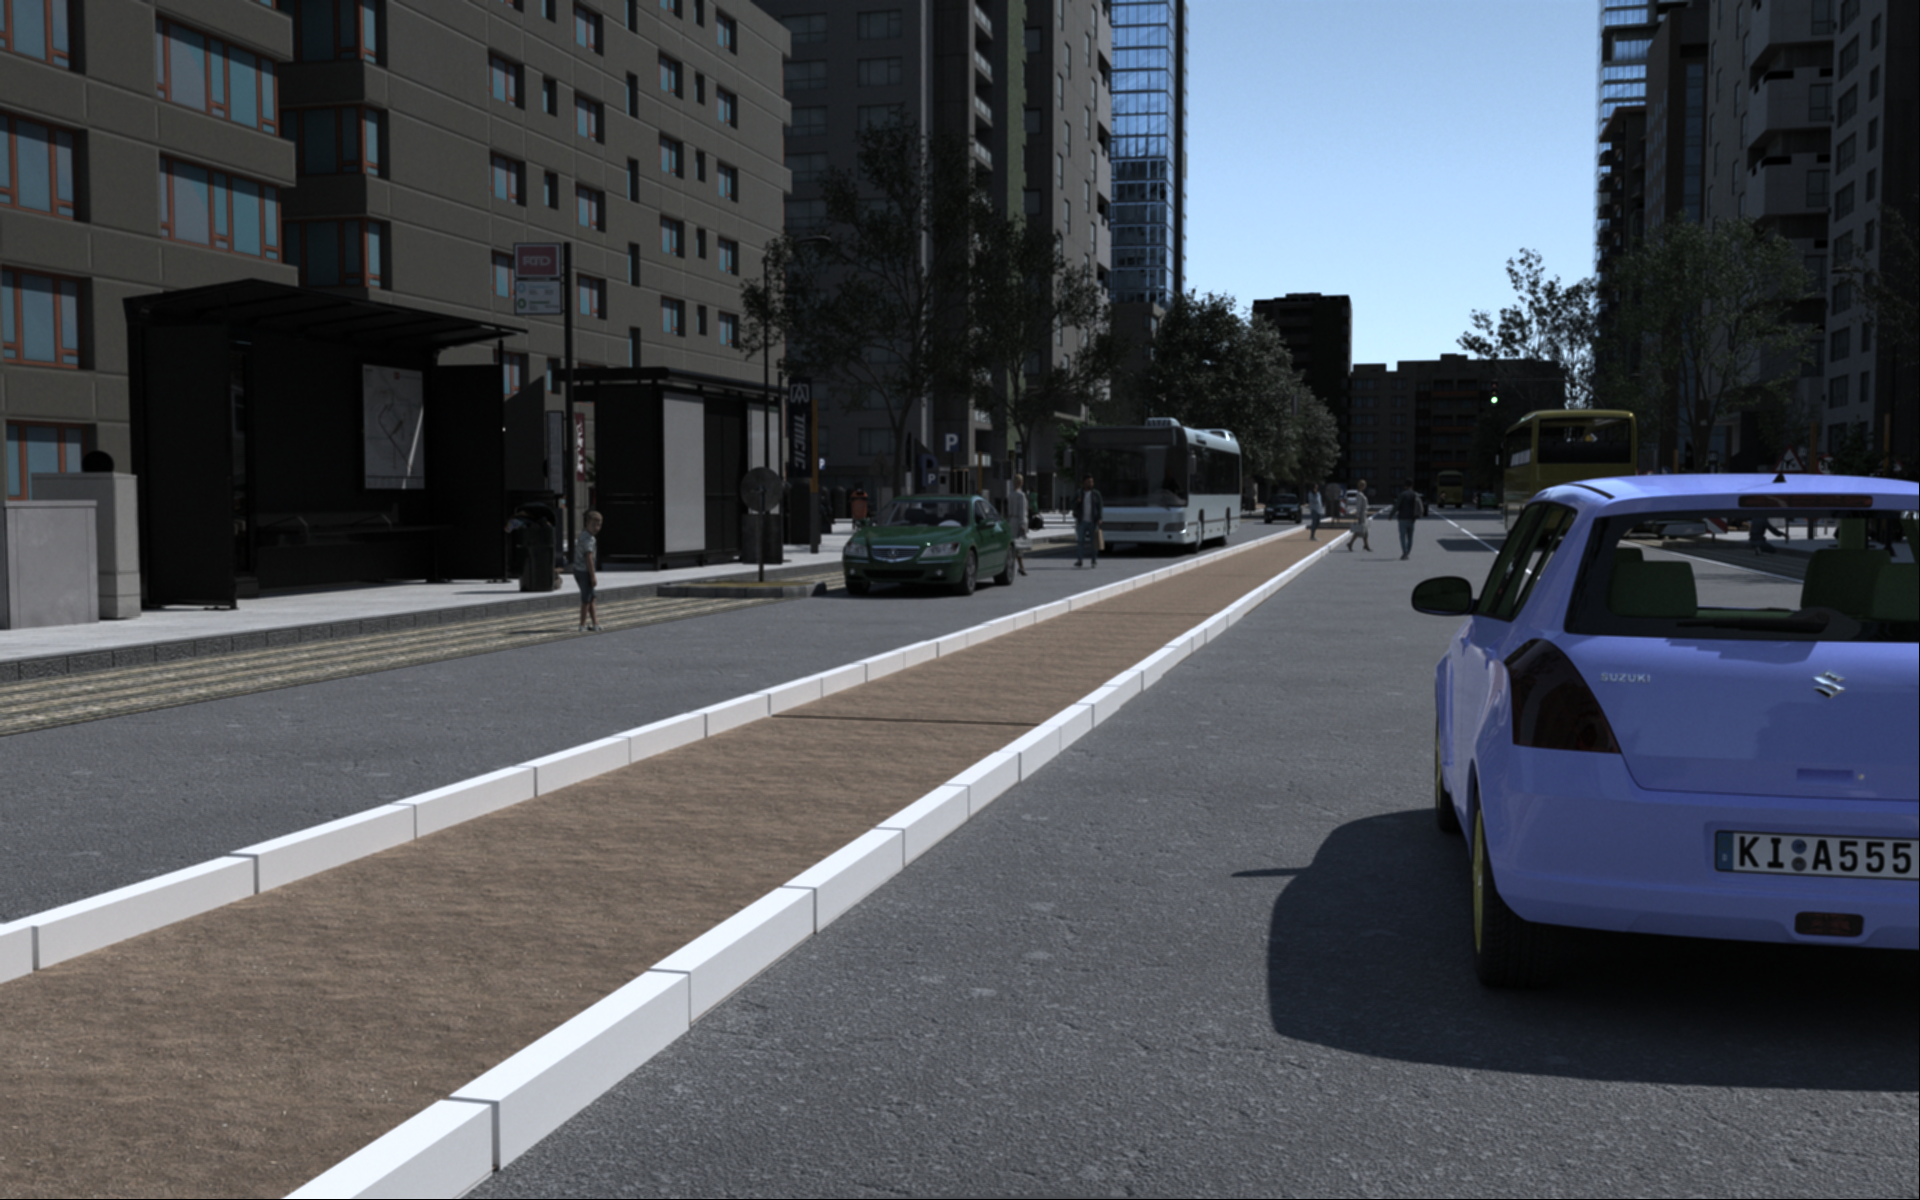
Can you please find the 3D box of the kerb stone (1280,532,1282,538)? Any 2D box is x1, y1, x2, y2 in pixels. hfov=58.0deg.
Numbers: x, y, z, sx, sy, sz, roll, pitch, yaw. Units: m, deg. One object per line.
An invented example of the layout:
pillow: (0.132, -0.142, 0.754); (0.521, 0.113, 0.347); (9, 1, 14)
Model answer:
kerb stone: (10.109, -2.022, 55.287); (0.120, 0.150, 1.000); (1, 4, 14)

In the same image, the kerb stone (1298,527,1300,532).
kerb stone: (12.414, -2.570, 64.216); (0.120, 0.150, 1.000); (1, 4, 14)

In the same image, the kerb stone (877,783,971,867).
kerb stone: (-0.146, 0.921, 7.141); (0.120, 0.150, 1.000); (1, 4, 14)

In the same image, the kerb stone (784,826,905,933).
kerb stone: (-0.401, 0.982, 6.144); (0.120, 0.150, 1.000); (1, 4, 14)

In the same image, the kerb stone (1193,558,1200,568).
kerb stone: (4.473, -0.689, 33.466); (0.120, 0.150, 1.000); (1, 4, 14)

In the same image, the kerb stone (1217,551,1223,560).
kerb stone: (5.512, -0.932, 37.442); (0.120, 0.150, 1.000); (1, 4, 14)

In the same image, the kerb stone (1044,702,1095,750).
kerb stone: (0.624, 0.743, 10.114); (0.120, 0.150, 1.000); (1, 4, 14)

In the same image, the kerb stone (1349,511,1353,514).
kerb stone: (28.426, -6.366, 126.280); (0.120, 0.150, 1.000); (1, 4, 14)

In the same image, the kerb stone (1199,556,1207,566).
kerb stone: (4.739, -0.750, 34.463); (0.120, 0.150, 1.000); (1, 4, 14)

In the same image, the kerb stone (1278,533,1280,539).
kerb stone: (9.850, -1.963, 54.298); (0.120, 0.150, 1.000); (1, 4, 14)

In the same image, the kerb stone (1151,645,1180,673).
kerb stone: (1.644, 0.501, 14.078); (0.120, 0.150, 1.000); (1, 4, 14)

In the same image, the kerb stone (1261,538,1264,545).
kerb stone: (8.321, -1.587, 48.344); (0.120, 0.150, 1.000); (1, 4, 14)

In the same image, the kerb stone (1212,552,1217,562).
kerb stone: (5.247, -0.872, 36.449); (0.120, 0.150, 1.000); (1, 4, 14)

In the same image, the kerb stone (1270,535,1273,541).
kerb stone: (9.090, -1.779, 51.319); (0.120, 0.150, 1.000); (1, 4, 14)

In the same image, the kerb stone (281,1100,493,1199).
kerb stone: (-1.167, 1.163, 3.174); (0.120, 0.150, 1.000); (1, 4, 14)

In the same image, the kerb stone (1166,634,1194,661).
kerb stone: (1.898, 0.435, 15.083); (0.120, 0.150, 1.000); (1, 4, 14)

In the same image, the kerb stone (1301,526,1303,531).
kerb stone: (12.927, -2.688, 66.201); (0.120, 0.150, 1.000); (1, 4, 14)

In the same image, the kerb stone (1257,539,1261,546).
kerb stone: (8.054, -1.537, 47.357); (0.120, 0.150, 1.000); (1, 4, 14)

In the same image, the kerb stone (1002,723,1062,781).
kerb stone: (0.370, 0.802, 9.119); (0.120, 0.150, 1.000); (1, 4, 14)

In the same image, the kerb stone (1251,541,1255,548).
kerb stone: (7.552, -1.417, 45.370); (0.120, 0.150, 1.000); (1, 4, 14)

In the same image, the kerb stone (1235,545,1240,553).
kerb stone: (6.527, -1.174, 41.410); (0.120, 0.150, 1.000); (1, 4, 14)

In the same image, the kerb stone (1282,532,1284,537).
kerb stone: (10.361, -2.085, 56.277); (0.120, 0.150, 1.000); (1, 4, 14)

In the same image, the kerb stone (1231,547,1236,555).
kerb stone: (6.268, -1.108, 40.419); (0.120, 0.150, 1.000); (1, 4, 14)

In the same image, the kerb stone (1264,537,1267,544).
kerb stone: (8.571, -1.660, 49.339); (0.120, 0.150, 1.000); (1, 4, 14)

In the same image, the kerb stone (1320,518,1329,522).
kerb stone: (18.436, -4.000, 87.597); (0.120, 0.150, 1.000); (1, 4, 14)

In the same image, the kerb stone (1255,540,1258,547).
kerb stone: (7.802, -1.478, 46.362); (0.120, 0.150, 1.000); (1, 4, 14)

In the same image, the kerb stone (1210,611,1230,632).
kerb stone: (2.673, 0.253, 18.052); (0.120, 0.150, 1.000); (1, 4, 14)

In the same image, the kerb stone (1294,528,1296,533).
kerb stone: (11.900, -2.449, 62.236); (0.120, 0.150, 1.000); (1, 4, 14)

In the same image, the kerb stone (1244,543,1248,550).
kerb stone: (7.040, -1.296, 43.390); (0.120, 0.150, 1.000); (1, 4, 14)

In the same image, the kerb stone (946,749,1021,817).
kerb stone: (0.108, 0.860, 8.131); (0.120, 0.150, 1.000); (1, 4, 14)

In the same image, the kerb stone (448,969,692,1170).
kerb stone: (-0.907, 1.103, 4.162); (0.120, 0.150, 1.000); (1, 4, 14)

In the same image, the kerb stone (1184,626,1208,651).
kerb stone: (2.159, 0.375, 16.071); (0.120, 0.150, 1.000); (1, 4, 14)

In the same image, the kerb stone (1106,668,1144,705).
kerb stone: (1.135, 0.618, 12.098); (0.120, 0.150, 1.000); (1, 4, 14)

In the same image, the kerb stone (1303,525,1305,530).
kerb stone: (13.180, -2.747, 67.192); (0.120, 0.150, 1.000); (1, 4, 14)

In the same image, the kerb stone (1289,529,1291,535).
kerb stone: (11.133, -2.267, 59.254); (0.120, 0.150, 1.000); (1, 4, 14)

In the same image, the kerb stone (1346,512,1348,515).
kerb stone: (25.360, -5.637, 114.381); (0.120, 0.150, 1.000); (1, 4, 14)

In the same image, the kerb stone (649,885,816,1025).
kerb stone: (-0.659, 1.042, 5.155); (0.120, 0.150, 1.000); (1, 4, 14)

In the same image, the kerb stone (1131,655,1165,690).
kerb stone: (1.398, 0.557, 13.086); (0.120, 0.150, 1.000); (1, 4, 14)

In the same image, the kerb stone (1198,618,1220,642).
kerb stone: (2.421, 0.314, 17.059); (0.120, 0.150, 1.000); (1, 4, 14)

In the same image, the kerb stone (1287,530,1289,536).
kerb stone: (10.879, -2.206, 58.257); (0.120, 0.150, 1.000); (1, 4, 14)

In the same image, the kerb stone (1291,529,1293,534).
kerb stone: (11.387, -2.318, 60.250); (0.120, 0.150, 1.000); (1, 4, 14)

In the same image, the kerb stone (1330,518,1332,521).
kerb stone: (19.220, -4.181, 90.566); (0.120, 0.150, 1.000); (1, 4, 14)

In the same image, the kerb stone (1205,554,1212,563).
kerb stone: (4.993, -0.809, 35.454); (0.120, 0.150, 1.000); (1, 4, 14)

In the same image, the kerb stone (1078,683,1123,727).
kerb stone: (0.887, 0.681, 11.107); (0.120, 0.150, 1.000); (1, 4, 14)

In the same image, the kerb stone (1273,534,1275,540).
kerb stone: (9.338, -1.842, 52.311); (0.120, 0.150, 1.000); (1, 4, 14)

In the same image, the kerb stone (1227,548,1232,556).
kerb stone: (6.017, -1.054, 39.426); (0.120, 0.150, 1.000); (1, 4, 14)

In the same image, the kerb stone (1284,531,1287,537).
kerb stone: (10.618, -2.145, 57.269); (0.120, 0.150, 1.000); (1, 4, 14)

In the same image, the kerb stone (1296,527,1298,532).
kerb stone: (12.161, -2.509, 63.225); (0.120, 0.150, 1.000); (1, 4, 14)

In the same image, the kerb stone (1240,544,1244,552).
kerb stone: (6.789, -1.236, 42.399); (0.120, 0.150, 1.000); (1, 4, 14)

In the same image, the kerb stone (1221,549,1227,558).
kerb stone: (5.760, -0.991, 38.436); (0.120, 0.150, 1.000); (1, 4, 14)

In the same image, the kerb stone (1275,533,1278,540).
kerb stone: (9.598, -1.903, 53.305); (0.120, 0.150, 1.000); (1, 4, 14)

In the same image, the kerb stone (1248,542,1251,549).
kerb stone: (7.299, -1.357, 44.379); (0.120, 0.150, 1.000); (1, 4, 14)

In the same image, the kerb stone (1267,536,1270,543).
kerb stone: (8.833, -1.721, 50.330); (0.120, 0.150, 1.000); (1, 4, 14)
